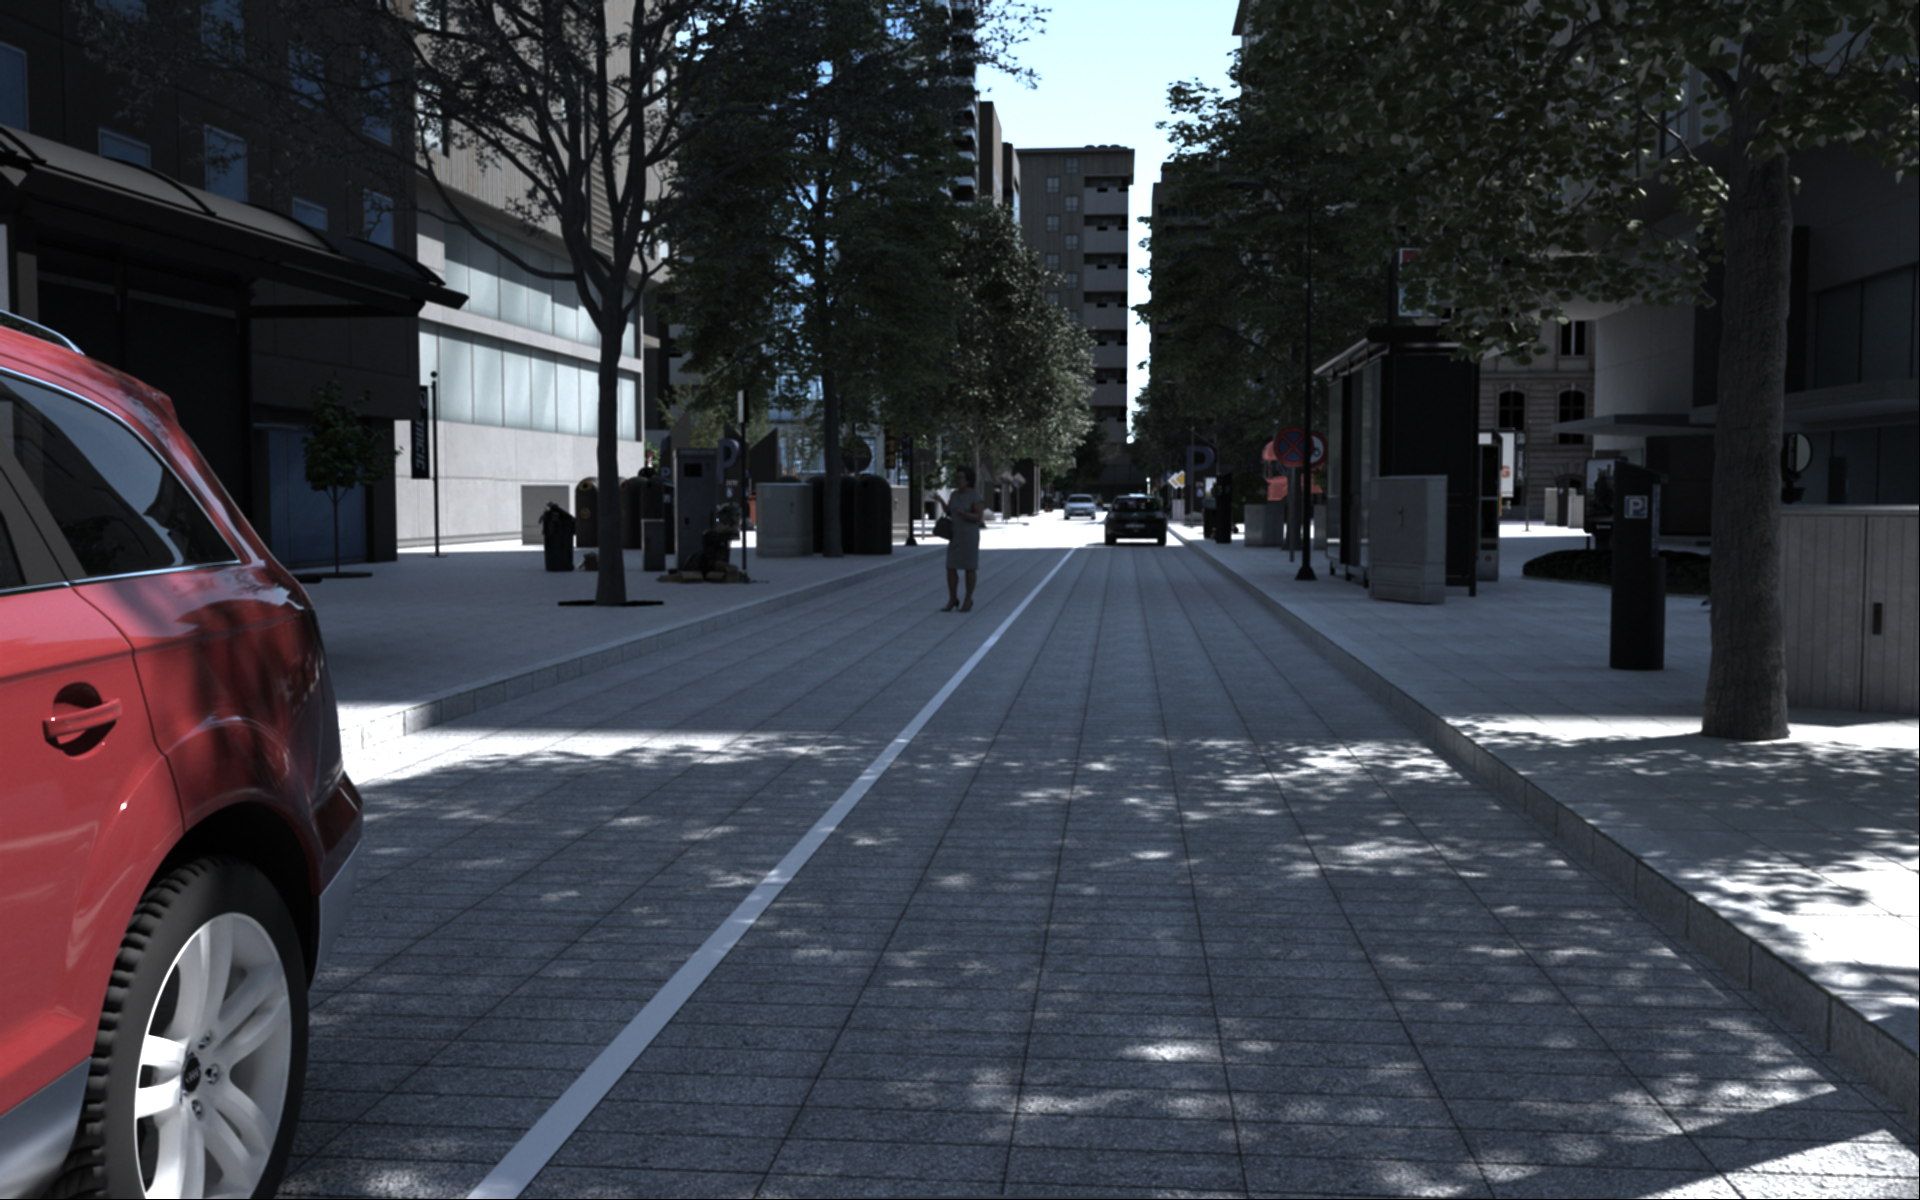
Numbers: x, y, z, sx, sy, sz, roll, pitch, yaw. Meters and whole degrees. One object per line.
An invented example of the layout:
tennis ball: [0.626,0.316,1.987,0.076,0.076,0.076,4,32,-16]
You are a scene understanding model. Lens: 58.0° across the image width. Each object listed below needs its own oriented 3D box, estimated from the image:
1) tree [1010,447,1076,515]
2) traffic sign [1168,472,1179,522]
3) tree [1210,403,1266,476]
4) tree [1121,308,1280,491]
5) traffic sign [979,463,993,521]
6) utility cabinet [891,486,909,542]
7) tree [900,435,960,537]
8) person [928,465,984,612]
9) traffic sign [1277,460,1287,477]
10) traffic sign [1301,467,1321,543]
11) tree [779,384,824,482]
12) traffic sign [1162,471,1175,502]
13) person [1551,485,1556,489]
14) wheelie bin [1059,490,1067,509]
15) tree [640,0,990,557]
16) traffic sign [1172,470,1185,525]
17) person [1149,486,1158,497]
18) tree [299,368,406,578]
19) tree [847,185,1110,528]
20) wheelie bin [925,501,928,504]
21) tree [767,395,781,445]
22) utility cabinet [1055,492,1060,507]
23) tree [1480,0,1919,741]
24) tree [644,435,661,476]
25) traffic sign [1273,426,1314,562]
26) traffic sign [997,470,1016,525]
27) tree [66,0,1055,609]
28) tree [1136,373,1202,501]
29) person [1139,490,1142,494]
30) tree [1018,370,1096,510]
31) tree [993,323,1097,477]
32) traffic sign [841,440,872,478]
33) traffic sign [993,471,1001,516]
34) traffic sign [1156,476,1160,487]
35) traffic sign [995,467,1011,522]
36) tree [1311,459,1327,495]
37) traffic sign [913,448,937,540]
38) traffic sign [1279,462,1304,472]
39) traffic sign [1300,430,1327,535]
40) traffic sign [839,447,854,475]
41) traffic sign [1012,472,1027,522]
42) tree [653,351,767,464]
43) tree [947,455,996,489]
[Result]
tree: [4.551,-7.615,108.226,4.285,4.588,4.351,0,3,0]
traffic sign: [9.900,-4.633,79.394,0.795,2.450,0.064,0,4,5]
tree: [19.017,-10.297,118.717,4.737,8.622,4.395,0,3,0]
tree: [12.240,-9.203,84.884,7.601,10.594,8.767,-1,4,-11]
traffic sign: [0.955,-4.433,72.484,0.884,2.594,0.081,1,4,13]
utility cabinet: [-1.850,-2.268,45.764,1.173,1.500,0.318,-3,5,-44]
tree: [-1.134,-3.503,51.881,1.663,3.219,1.824,0,3,0]
person: [-0.078,-0.747,21.076,0.716,1.782,0.532,3,4,38]
traffic sign: [9.775,-3.137,51.398,0.768,2.556,0.104,0,4,6]
traffic sign: [9.037,-2.784,45.518,0.884,2.594,0.081,1,4,13]
tree: [-10.396,-10.155,116.402,4.360,8.622,3.978,0,3,0]
traffic sign: [11.407,-5.767,94.395,0.768,2.556,0.104,1,4,12]
person: [24.636,-3.866,71.959,0.529,1.795,0.600,0,4,-1]
wheelie bin: [8.973,-8.715,150.398,0.693,1.594,0.980,0,4,-4]
tree: [-2.874,-7.122,34.575,7.486,12.596,7.792,0,3,0]
traffic sign: [9.151,-4.147,71.444,0.795,2.450,0.064,0,4,5]
person: [8.956,-4.363,80.082,0.600,1.795,0.529,-2,4,-35]
tree: [-9.652,-1.959,26.626,1.663,3.219,1.824,0,3,0]
tree: [0.512,-9.050,64.973,9.611,12.733,9.660,0,3,0]
wheelie bin: [-3.156,-9.013,155.270,0.693,1.594,0.980,-3,4,-38]
tree: [-14.181,-10.424,120.798,4.737,8.622,4.395,0,3,0]
utility cabinet: [8.687,-8.883,153.914,0.318,1.500,1.173,1,4,12]
tree: [4.308,-5.523,8.431,7.486,12.596,7.792,0,3,0]
tree: [-17.458,-6.858,95.846,4.285,4.588,4.351,0,3,0]
traffic sign: [6.257,-1.985,32.566,0.768,2.556,0.104,1,4,9]
traffic sign: [1.941,-4.190,72.142,0.795,2.450,0.064,0,4,5]
tree: [-4.070,-6.688,19.721,12.009,13.543,11.850,0,3,0]
tree: [12.394,-9.228,101.239,4.360,8.622,3.978,0,3,0]
person: [15.127,-8.372,145.862,0.515,1.767,0.782,1,4,17]
tree: [7.632,-13.348,143.999,9.928,11.665,9.643,0,3,0]
tree: [4.710,-12.997,119.155,9.857,13.997,8.962,0,3,0]
traffic sign: [-2.443,-2.485,40.734,0.768,2.556,0.104,1,4,14]
traffic sign: [1.900,-6.056,99.017,0.884,2.594,0.081,1,4,10]
traffic sign: [14.225,-7.491,122.576,0.768,2.556,0.104,1,4,14]
traffic sign: [1.999,-4.930,80.716,0.768,2.556,0.104,1,4,12]
tree: [14.921,-4.589,69.636,1.663,3.219,1.824,0,3,0]
traffic sign: [-1.026,-2.941,48.190,0.768,2.556,0.104,0,4,6]
traffic sign: [8.584,-2.718,44.542,0.768,2.556,0.104,1,4,14]
traffic sign: [6.967,-2.108,34.576,0.768,2.556,0.104,1,4,8]
traffic sign: [-2.978,-2.777,45.505,0.768,2.556,0.104,1,4,11]
traffic sign: [2.690,-4.676,80.092,0.795,2.450,0.064,0,4,5]
tree: [-12.865,-8.336,86.659,4.737,8.622,4.395,0,3,0]
tree: [0.466,-7.308,103.205,4.285,4.588,4.351,0,3,0]
